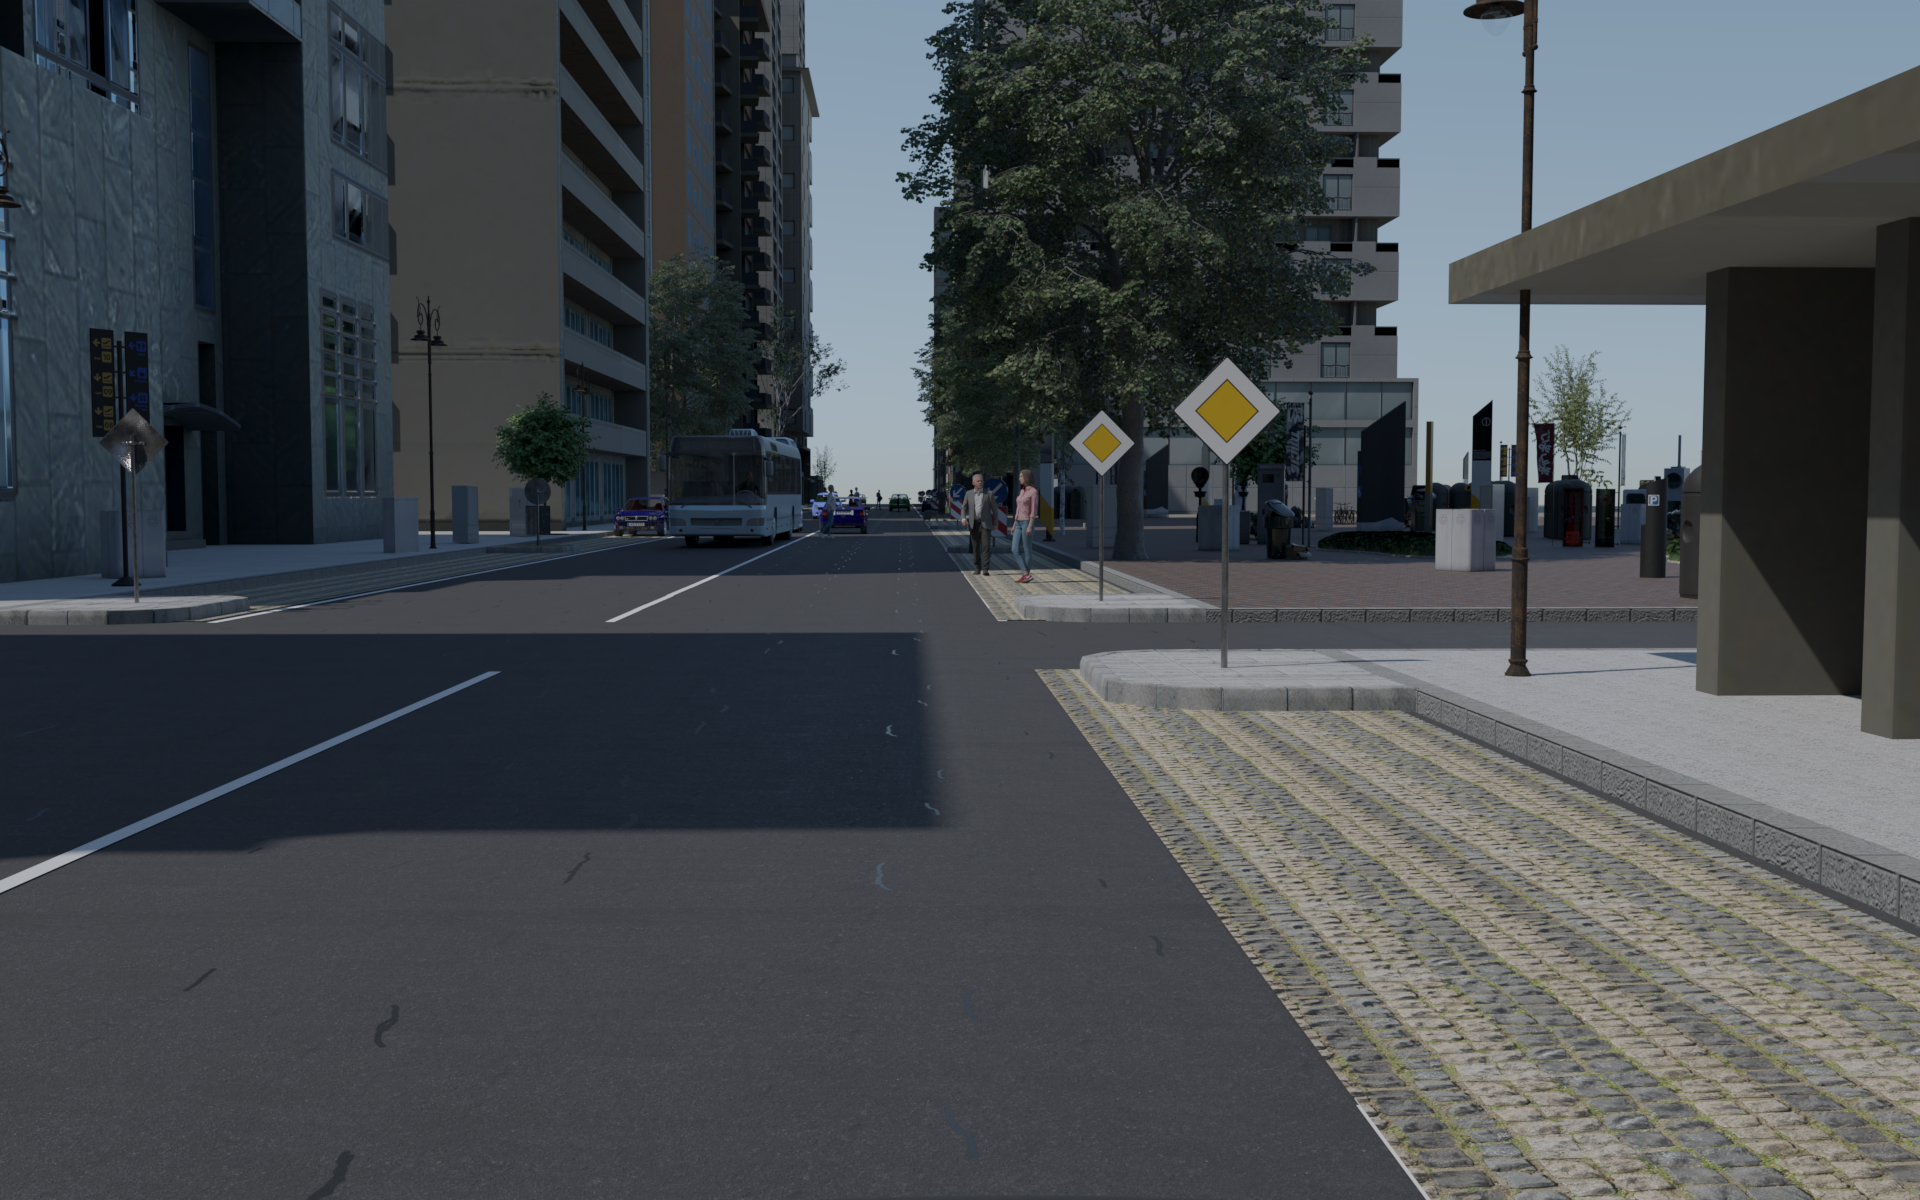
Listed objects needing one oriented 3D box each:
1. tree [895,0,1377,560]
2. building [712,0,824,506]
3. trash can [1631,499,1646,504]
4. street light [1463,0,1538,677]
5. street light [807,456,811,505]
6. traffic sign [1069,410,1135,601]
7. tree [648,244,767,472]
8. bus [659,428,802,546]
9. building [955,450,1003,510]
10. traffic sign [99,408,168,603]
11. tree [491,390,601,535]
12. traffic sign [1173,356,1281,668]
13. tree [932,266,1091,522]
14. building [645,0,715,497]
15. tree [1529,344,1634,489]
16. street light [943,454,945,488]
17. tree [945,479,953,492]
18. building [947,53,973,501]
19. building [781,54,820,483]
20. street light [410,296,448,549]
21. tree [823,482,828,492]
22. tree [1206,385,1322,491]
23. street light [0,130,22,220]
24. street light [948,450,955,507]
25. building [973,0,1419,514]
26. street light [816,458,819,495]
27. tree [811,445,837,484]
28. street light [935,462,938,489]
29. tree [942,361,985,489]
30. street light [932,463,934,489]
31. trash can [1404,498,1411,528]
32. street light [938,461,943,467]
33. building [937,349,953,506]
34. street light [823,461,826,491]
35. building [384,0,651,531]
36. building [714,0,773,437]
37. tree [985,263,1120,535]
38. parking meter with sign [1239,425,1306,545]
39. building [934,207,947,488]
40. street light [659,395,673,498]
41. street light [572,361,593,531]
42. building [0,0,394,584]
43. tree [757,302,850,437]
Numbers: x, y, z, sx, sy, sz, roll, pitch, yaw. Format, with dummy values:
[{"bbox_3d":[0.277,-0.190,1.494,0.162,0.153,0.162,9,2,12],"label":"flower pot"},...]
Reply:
[{"bbox_3d":[3.399,-7.787,33.976,9.857,13.997,8.962,0,3,0],"label":"tree"},{"bbox_3d":[-29.227,-48.799,236.121,20.563,71.187,20.611,0,4,-2],"label":"building"},{"bbox_3d":[20.599,-2.483,52.251,0.748,1.137,0.748,0,3,0],"label":"trash can"},{"bbox_3d":[3.941,-2.402,12.059,0.468,5.910,1.993,0,4,-2],"label":"street light"},{"bbox_3d":[-17.520,-13.900,200.057,0.468,5.910,1.993,0,4,-2],"label":"street light"},{"bbox_3d":[1.689,-1.043,20.699,0.795,2.450,0.064,0,4,-2],"label":"traffic sign"},{"bbox_3d":[-14.825,-11.177,89.403,9.857,13.997,8.962,0,3,0],"label":"tree"},{"bbox_3d":[-6.464,-3.436,51.041,2.948,3.499,13.247,0,4,-1],"label":"bus"},{"bbox_3d":[10.120,-43.283,145.922,20.563,71.187,20.611,0,4,-2],"label":"building"},{"bbox_3d":[-9.700,-1.022,20.353,0.795,2.450,0.064,0,4,-2],"label":"traffic sign"},{"bbox_3d":[-13.000,-4.334,54.577,4.285,4.588,4.351,0,3,0],"label":"tree"},{"bbox_3d":[1.947,-0.555,12.718,0.795,2.450,0.064,0,4,-2],"label":"traffic sign"},{"bbox_3d":[2.661,-9.808,78.480,7.486,12.596,7.792,0,3,0],"label":"tree"},{"bbox_3d":[-22.188,-27.615,101.611,14.600,45.320,14.200,0,4,-2],"label":"building"},{"bbox_3d":[29.692,-8.189,84.245,4.737,8.622,4.395,0,3,0],"label":"tree"},{"bbox_3d":[-1.157,-12.184,172.002,0.468,5.910,1.993,0,4,-2],"label":"street light"},{"bbox_3d":[-0.628,-11.410,181.158,1.663,3.219,1.824,0,3,0],"label":"tree"},{"bbox_3d":[6.276,-29.421,164.635,14.154,41.232,14.086,0,4,-2],"label":"building"},{"bbox_3d":[-32.018,-38.104,212.237,28.713,52.752,27.495,0,4,-2],"label":"building"},{"bbox_3d":[-12.386,-4.143,40.533,0.468,5.910,1.993,0,4,-2],"label":"street light"},{"bbox_3d":[-20.022,-15.706,251.399,1.663,3.219,1.824,0,3,0],"label":"tree"},{"bbox_3d":[9.193,-4.218,52.676,4.285,4.588,4.351,0,3,0],"label":"tree"},{"bbox_3d":[-11.701,-2.922,20.555,0.468,5.910,1.993,0,4,-2],"label":"street light"},{"bbox_3d":[-0.568,-10.962,152.021,0.468,5.910,1.993,0,4,-2],"label":"street light"},{"bbox_3d":[14.813,-32.596,122.184,28.713,52.752,27.495,0,4,-2],"label":"building"},{"bbox_3d":[-18.110,-15.147,220.442,0.468,5.910,1.993,0,4,-2],"label":"street light"},{"bbox_3d":[-20.207,-18.676,255.712,4.360,8.622,3.978,0,3,0],"label":"tree"},{"bbox_3d":[-2.585,-14.773,214.332,0.468,5.910,1.993,0,4,-2],"label":"street light"},{"bbox_3d":[1.201,-8.555,90.238,4.360,8.622,3.978,0,3,0],"label":"tree"},{"bbox_3d":[-3.206,-16.010,234.549,0.468,5.910,1.993,0,4,-2],"label":"street light"},{"bbox_3d":[17.327,-3.343,66.304,0.748,1.137,0.748,0,3,0],"label":"trash can"},{"bbox_3d":[-1.871,-13.515,193.755,0.468,5.910,1.993,0,4,-2],"label":"street light"},{"bbox_3d":[11.047,-23.347,226.758,27.650,21.520,28.899,0,4,-2],"label":"building"},{"bbox_3d":[-18.875,-16.422,241.288,0.468,5.910,1.993,0,4,-2],"label":"street light"},{"bbox_3d":[-24.685,-27.189,68.237,21.300,48.544,21.600,0,4,-2],"label":"building"},{"bbox_3d":[-27.221,-29.910,143.655,22.147,44.769,28.867,0,4,-2],"label":"building"},{"bbox_3d":[3.431,-6.341,54.038,4.360,8.622,3.978,0,3,0],"label":"tree"},{"bbox_3d":[7.912,-2.925,44.092,1.738,3.016,0.543,1,4,12],"label":"parking meter with sign"},{"bbox_3d":[3.224,-34.533,248.215,14.154,41.232,14.086,0,4,-2],"label":"building"},{"bbox_3d":[-13.684,-6.612,80.894,0.468,5.910,1.993,0,4,-2],"label":"street light"},{"bbox_3d":[-13.154,-5.365,60.508,0.468,5.910,1.993,0,4,-2],"label":"street light"},{"bbox_3d":[-25.249,-44.023,32.446,22.319,86.520,31.000,0,4,-2],"label":"building"},{"bbox_3d":[-16.846,-19.117,168.447,12.611,20.169,13.585,0,3,0],"label":"tree"}]
